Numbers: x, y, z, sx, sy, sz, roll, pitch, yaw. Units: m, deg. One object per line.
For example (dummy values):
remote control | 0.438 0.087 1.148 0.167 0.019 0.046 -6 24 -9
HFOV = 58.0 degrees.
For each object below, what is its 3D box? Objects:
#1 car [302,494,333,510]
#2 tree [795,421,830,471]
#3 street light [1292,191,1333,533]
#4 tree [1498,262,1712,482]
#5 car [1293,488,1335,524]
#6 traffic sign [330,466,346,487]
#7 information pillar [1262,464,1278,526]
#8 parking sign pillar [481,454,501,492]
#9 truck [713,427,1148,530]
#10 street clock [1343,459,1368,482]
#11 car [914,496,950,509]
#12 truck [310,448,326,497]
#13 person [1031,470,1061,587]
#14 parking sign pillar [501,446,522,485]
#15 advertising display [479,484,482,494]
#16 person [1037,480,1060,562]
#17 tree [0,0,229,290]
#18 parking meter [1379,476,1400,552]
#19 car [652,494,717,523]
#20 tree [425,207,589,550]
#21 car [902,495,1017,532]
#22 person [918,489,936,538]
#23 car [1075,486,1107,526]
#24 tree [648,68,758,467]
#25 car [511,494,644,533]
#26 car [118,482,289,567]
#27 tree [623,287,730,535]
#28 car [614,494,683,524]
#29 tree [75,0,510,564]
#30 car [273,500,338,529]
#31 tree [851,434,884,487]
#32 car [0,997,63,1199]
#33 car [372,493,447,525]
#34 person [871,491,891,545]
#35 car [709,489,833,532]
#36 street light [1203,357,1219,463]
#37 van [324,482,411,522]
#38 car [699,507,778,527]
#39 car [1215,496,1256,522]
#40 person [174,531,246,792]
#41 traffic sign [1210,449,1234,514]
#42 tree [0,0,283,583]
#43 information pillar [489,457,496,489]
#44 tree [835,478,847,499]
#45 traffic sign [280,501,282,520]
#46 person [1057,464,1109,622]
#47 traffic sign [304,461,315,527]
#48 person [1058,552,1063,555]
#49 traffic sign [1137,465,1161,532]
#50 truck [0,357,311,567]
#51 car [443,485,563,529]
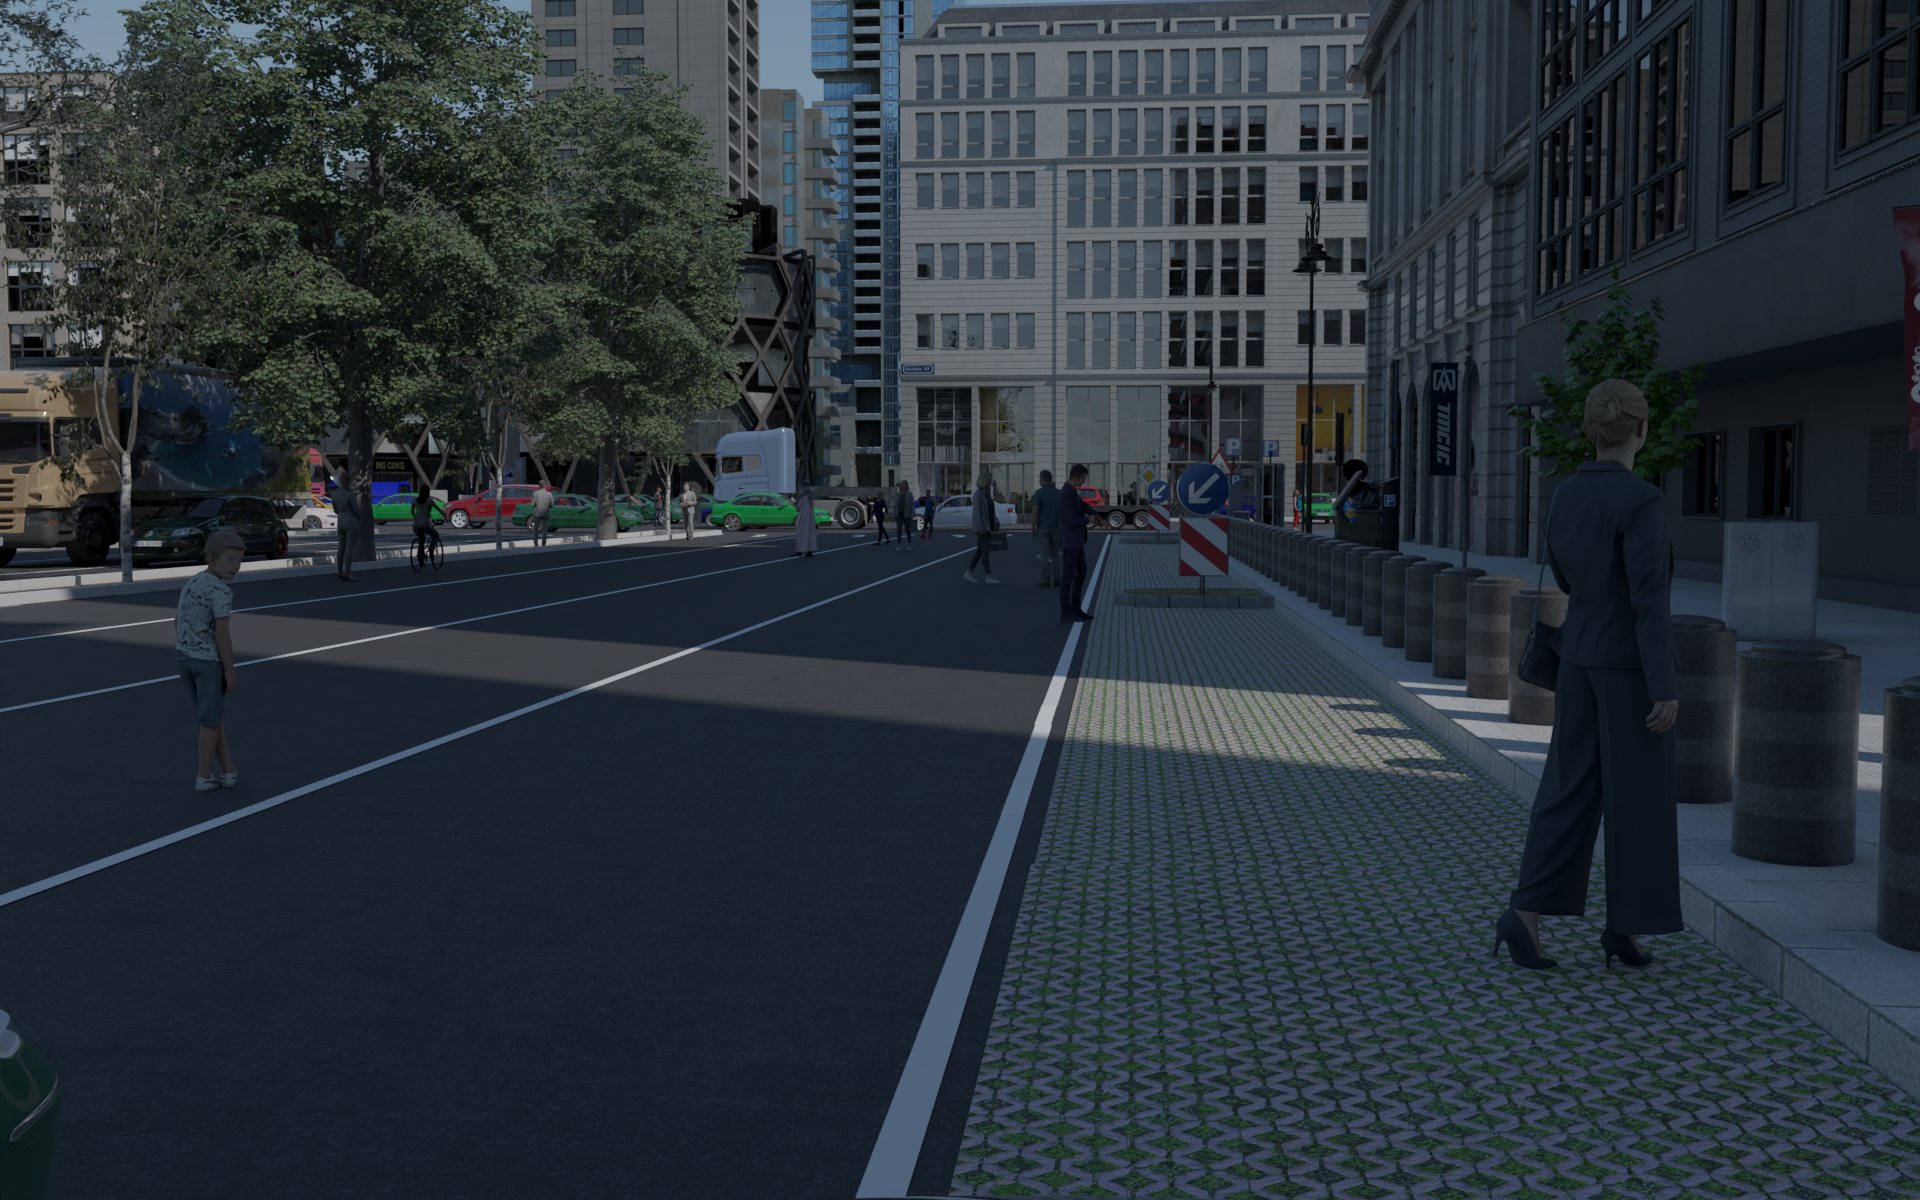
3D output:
car | -27.908 -3.959 74.948 3.980 1.641 2.015 0 4 6
tree | -15.587 -13.714 158.641 7.601 10.594 8.767 1 4 10
street light | 5.429 -3.305 26.828 0.468 5.910 1.993 0 4 5
tree | 5.406 -1.227 14.656 1.663 3.219 1.824 0 3 0
car | 17.299 -4.610 84.177 1.959 1.807 4.718 0 4 4
traffic sign | -22.156 -3.568 61.972 0.795 2.450 0.064 0 4 5
information pillar | 7.522 -2.300 42.095 0.304 2.012 0.304 2 4 27
parking sign pillar | -29.297 -7.280 107.492 1.447 3.967 1.447 0 4 0
truck | -1.232 -4.922 70.235 18.799 4.110 2.967 0 4 4
street clock | 8.160 -1.909 35.776 0.471 2.002 0.358 2 4 32
car | -0.705 -4.652 88.634 3.894 1.354 1.945 0 4 7
truck | -37.047 -5.985 86.769 11.283 4.237 2.839 0 4 4
person | 1.367 -1.116 26.880 0.598 1.807 0.434 -1 4 -15
parking sign pillar | -25.158 -6.724 98.413 1.447 3.967 1.447 -1 4 -14
advertising display | -30.351 -6.467 110.945 0.123 1.923 0.974 3 5 43
person | 1.806 -1.724 36.709 0.620 1.820 0.660 3 5 43
tree | -13.399 -6.394 17.374 12.009 13.543 11.850 0 3 0
parking meter | 6.154 -1.016 25.016 0.372 1.533 0.369 0 3 0
car | -13.340 -4.505 85.459 4.920 1.459 2.131 0 4 4
tree | -11.070 -5.430 41.599 4.360 8.622 3.978 0 3 0
car | -0.044 -3.356 66.870 4.499 1.417 2.014 0 4 6
person | -1.089 -2.790 55.979 0.647 1.594 0.662 1 4 16
car | 5.580 -4.323 79.353 2.281 1.827 5.304 0 4 5
tree | -10.411 -8.653 50.588 9.857 13.997 8.962 0 3 0
car | -14.293 -3.245 64.856 4.920 1.459 2.131 0 4 6
car | -15.317 -1.557 35.249 2.009 1.686 4.222 0 4 7
tree | -9.764 -6.428 57.917 4.360 8.622 3.978 0 3 0
car | -15.410 -4.378 83.382 4.920 1.459 2.131 0 4 7
tree | -11.923 -7.642 34.053 9.857 13.997 8.962 0 3 0
car | -25.559 -3.251 65.514 4.827 1.381 2.083 0 4 3
tree | -11.157 -15.552 204.643 4.360 8.622 3.978 0 3 0
car | -2.375 0.684 0.615 2.131 1.459 4.920 0 4 5
car | -25.453 -4.302 79.140 4.718 1.807 1.959 0 4 5
person | -2.204 -2.297 48.600 0.480 1.512 0.613 2 4 25
car | -7.237 -3.536 66.607 4.718 1.807 1.959 0 4 6
street light | 8.451 -5.238 58.425 0.468 5.910 1.993 0 4 5
van | -31.019 -5.187 89.186 5.245 2.365 2.240 0 4 5
car | -9.466 -3.854 75.596 3.894 1.354 1.945 0 4 5
car | 13.887 -4.626 88.211 3.894 1.354 1.945 0 4 6
person | -3.649 0.290 8.439 0.352 1.250 0.332 -1 4 -16
traffic sign | 7.408 -3.035 49.627 0.884 2.594 0.081 0 4 6
tree | -12.557 -4.483 26.114 4.360 8.622 3.978 0 3 0
information pillar | -28.252 -6.928 104.624 0.183 3.616 0.504 2 4 26
tree | -12.659 -11.759 186.866 1.663 3.219 1.824 0 3 0
traffic sign | -24.524 -3.749 62.487 0.795 2.450 0.064 1 4 14
person | 1.382 -0.640 19.420 0.568 1.767 0.683 1 4 9
traffic sign | -23.791 -3.839 62.876 0.768 2.556 0.104 0 4 8
person | 2.479 -1.824 40.917 0.503 1.515 0.523 1 4 18
traffic sign | 6.460 -3.402 59.260 0.795 2.450 0.064 0 4 5
truck | -17.934 -2.986 37.737 2.839 4.237 11.283 0 4 6
car | -18.708 -3.841 71.481 5.304 1.827 2.281 0 4 7
